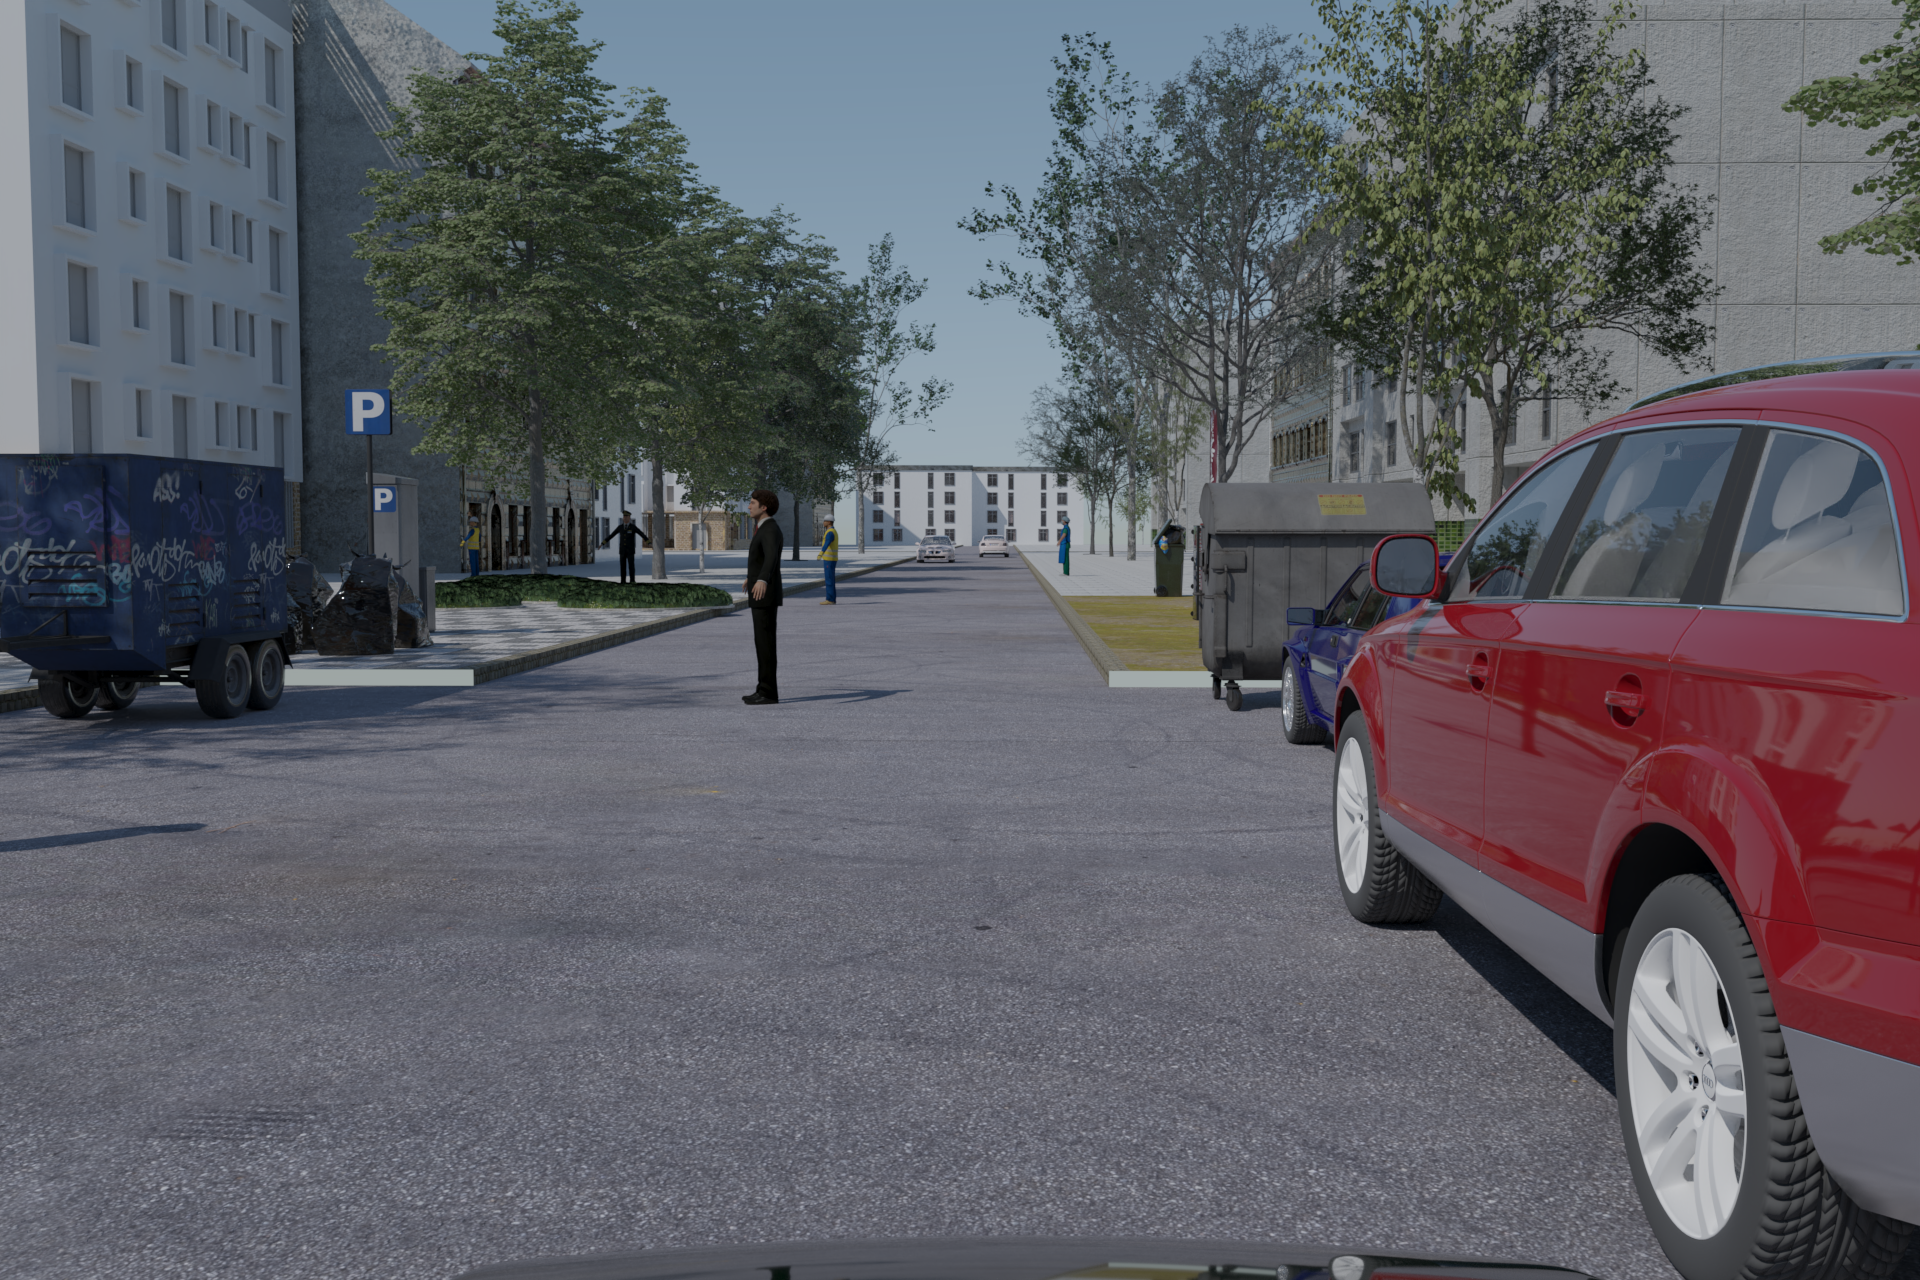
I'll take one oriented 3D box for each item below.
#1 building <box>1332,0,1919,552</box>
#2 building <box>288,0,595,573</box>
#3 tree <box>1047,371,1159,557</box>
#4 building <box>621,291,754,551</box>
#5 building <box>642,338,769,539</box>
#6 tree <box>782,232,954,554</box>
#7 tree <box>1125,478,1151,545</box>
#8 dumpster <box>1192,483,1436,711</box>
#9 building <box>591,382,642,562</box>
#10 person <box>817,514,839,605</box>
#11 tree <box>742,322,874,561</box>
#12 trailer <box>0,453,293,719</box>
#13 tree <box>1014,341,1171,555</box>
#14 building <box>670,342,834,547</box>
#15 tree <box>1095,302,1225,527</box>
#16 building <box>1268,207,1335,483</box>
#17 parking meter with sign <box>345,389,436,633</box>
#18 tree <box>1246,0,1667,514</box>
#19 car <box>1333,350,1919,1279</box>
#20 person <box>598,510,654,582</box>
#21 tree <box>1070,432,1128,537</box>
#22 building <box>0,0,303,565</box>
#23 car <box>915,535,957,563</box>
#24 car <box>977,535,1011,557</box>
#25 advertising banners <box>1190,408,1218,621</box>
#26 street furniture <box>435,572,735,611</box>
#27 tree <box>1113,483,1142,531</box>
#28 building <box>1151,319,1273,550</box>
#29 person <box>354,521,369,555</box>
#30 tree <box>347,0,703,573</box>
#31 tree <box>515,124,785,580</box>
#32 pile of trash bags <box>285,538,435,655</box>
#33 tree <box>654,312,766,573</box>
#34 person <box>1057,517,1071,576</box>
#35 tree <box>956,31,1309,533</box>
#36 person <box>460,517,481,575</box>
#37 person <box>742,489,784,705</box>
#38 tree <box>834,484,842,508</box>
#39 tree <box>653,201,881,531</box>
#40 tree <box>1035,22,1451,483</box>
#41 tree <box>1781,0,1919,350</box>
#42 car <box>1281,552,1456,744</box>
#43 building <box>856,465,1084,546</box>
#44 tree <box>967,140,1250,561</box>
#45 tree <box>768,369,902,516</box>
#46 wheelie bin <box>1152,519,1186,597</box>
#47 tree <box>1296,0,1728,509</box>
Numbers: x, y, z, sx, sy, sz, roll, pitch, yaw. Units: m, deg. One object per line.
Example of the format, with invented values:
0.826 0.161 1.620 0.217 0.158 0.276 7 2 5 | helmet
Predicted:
24.972 -11.996 62.598 16.747 18.905 31.486 0 4 1 | building
-25.184 -14.314 64.966 19.493 23.208 18.063 0 4 1 | building
8.236 -9.960 97.266 7.601 10.594 8.767 -2 4 -30 | tree
-23.000 -17.096 135.940 16.016 20.090 11.380 0 4 1 | building
-24.760 -18.834 164.355 16.016 20.090 11.380 0 4 1 | building
-6.450 -15.590 110.778 12.611 20.169 13.585 0 3 0 | tree
21.791 -15.781 208.385 4.737 8.622 4.395 0 3 0 | tree
2.925 -0.382 14.456 1.865 1.857 1.264 0 4 1 | dumpster
-20.960 -9.046 90.047 9.099 9.664 28.070 0 4 1 | building
-2.672 -1.633 35.127 0.705 1.833 1.349 0 4 6 | person
-7.663 -9.557 82.020 9.928 11.665 9.643 0 3 0 | tree
-6.340 -0.367 13.042 1.471 1.999 3.904 0 4 1 | trailer
8.377 -12.101 108.218 12.009 13.543 11.850 0 3 0 | tree
-23.973 -21.795 187.272 19.493 23.208 18.063 0 4 2 | building
6.920 -6.352 54.218 4.360 8.622 3.978 0 3 0 | tree
26.765 -15.811 89.434 19.493 23.208 18.063 0 4 1 | building
-7.084 -1.558 21.734 0.543 3.016 1.738 0 4 2 | parking meter with sign
5.381 -4.212 19.222 4.737 8.622 4.395 0 3 0 | tree
2.411 0.239 4.760 2.281 1.827 5.304 0 4 1 | car
-7.783 -2.111 40.445 1.347 1.837 0.705 1 4 8 | person
8.940 -10.301 118.778 4.360 8.622 3.978 0 3 0 | tree
-26.316 -11.368 42.294 16.016 20.090 11.380 0 4 1 | building
-1.201 -4.588 87.374 2.083 1.381 4.827 0 4 1 | car
2.106 -5.808 107.327 2.083 1.381 4.827 0 4 1 | car
3.533 -1.767 25.075 0.090 3.025 2.074 0 4 0 | advertising banners
-8.388 -1.056 32.892 5.734 0.657 10.072 -2 4 -27 | street furniture
20.886 -16.066 213.046 4.737 8.622 4.395 0 3 0 | tree
26.489 -17.412 151.137 16.747 18.905 31.486 0 4 1 | building
-17.644 -2.794 51.874 1.347 1.806 0.705 2 4 35 | person
-9.164 -7.268 36.961 7.486 12.596 7.792 0 3 0 | tree
-8.941 -7.983 48.641 7.486 12.596 7.792 0 3 0 | tree
-6.974 -0.527 18.363 1.912 1.369 3.447 0 4 3 | pile of trash bags
-8.391 -6.477 56.260 4.737 8.622 4.395 0 3 0 | tree
3.187 -2.854 52.783 0.704 1.817 1.347 1 4 15 | person
6.545 -12.906 66.901 12.611 20.169 13.585 0 3 0 | tree
-13.820 -2.599 48.953 0.721 1.772 1.216 1 4 8 | person
-1.685 -0.369 14.678 0.705 1.806 1.347 -1 4 -11 | person
-16.265 -16.043 212.668 4.360 8.622 3.978 0 3 0 | tree
-7.650 -9.715 65.491 9.857 13.997 8.962 0 3 0 | tree
6.461 -8.027 41.610 12.009 13.543 11.850 0 3 0 | tree
12.190 -6.033 16.771 7.486 12.596 7.792 0 3 0 | tree
3.063 0.118 10.655 1.945 1.354 3.894 0 4 1 | car
1.211 -16.336 211.694 28.070 9.664 9.099 0 4 -3 | building
7.192 -13.954 84.037 12.611 20.169 13.585 0 3 0 | tree
-6.617 -9.682 92.716 7.601 10.594 8.767 -1 4 -21 | tree
4.290 -1.687 35.487 0.693 1.594 0.980 0 4 2 | wheelie bin
9.266 -5.775 28.840 7.601 10.594 8.767 -1 4 -15 | tree
